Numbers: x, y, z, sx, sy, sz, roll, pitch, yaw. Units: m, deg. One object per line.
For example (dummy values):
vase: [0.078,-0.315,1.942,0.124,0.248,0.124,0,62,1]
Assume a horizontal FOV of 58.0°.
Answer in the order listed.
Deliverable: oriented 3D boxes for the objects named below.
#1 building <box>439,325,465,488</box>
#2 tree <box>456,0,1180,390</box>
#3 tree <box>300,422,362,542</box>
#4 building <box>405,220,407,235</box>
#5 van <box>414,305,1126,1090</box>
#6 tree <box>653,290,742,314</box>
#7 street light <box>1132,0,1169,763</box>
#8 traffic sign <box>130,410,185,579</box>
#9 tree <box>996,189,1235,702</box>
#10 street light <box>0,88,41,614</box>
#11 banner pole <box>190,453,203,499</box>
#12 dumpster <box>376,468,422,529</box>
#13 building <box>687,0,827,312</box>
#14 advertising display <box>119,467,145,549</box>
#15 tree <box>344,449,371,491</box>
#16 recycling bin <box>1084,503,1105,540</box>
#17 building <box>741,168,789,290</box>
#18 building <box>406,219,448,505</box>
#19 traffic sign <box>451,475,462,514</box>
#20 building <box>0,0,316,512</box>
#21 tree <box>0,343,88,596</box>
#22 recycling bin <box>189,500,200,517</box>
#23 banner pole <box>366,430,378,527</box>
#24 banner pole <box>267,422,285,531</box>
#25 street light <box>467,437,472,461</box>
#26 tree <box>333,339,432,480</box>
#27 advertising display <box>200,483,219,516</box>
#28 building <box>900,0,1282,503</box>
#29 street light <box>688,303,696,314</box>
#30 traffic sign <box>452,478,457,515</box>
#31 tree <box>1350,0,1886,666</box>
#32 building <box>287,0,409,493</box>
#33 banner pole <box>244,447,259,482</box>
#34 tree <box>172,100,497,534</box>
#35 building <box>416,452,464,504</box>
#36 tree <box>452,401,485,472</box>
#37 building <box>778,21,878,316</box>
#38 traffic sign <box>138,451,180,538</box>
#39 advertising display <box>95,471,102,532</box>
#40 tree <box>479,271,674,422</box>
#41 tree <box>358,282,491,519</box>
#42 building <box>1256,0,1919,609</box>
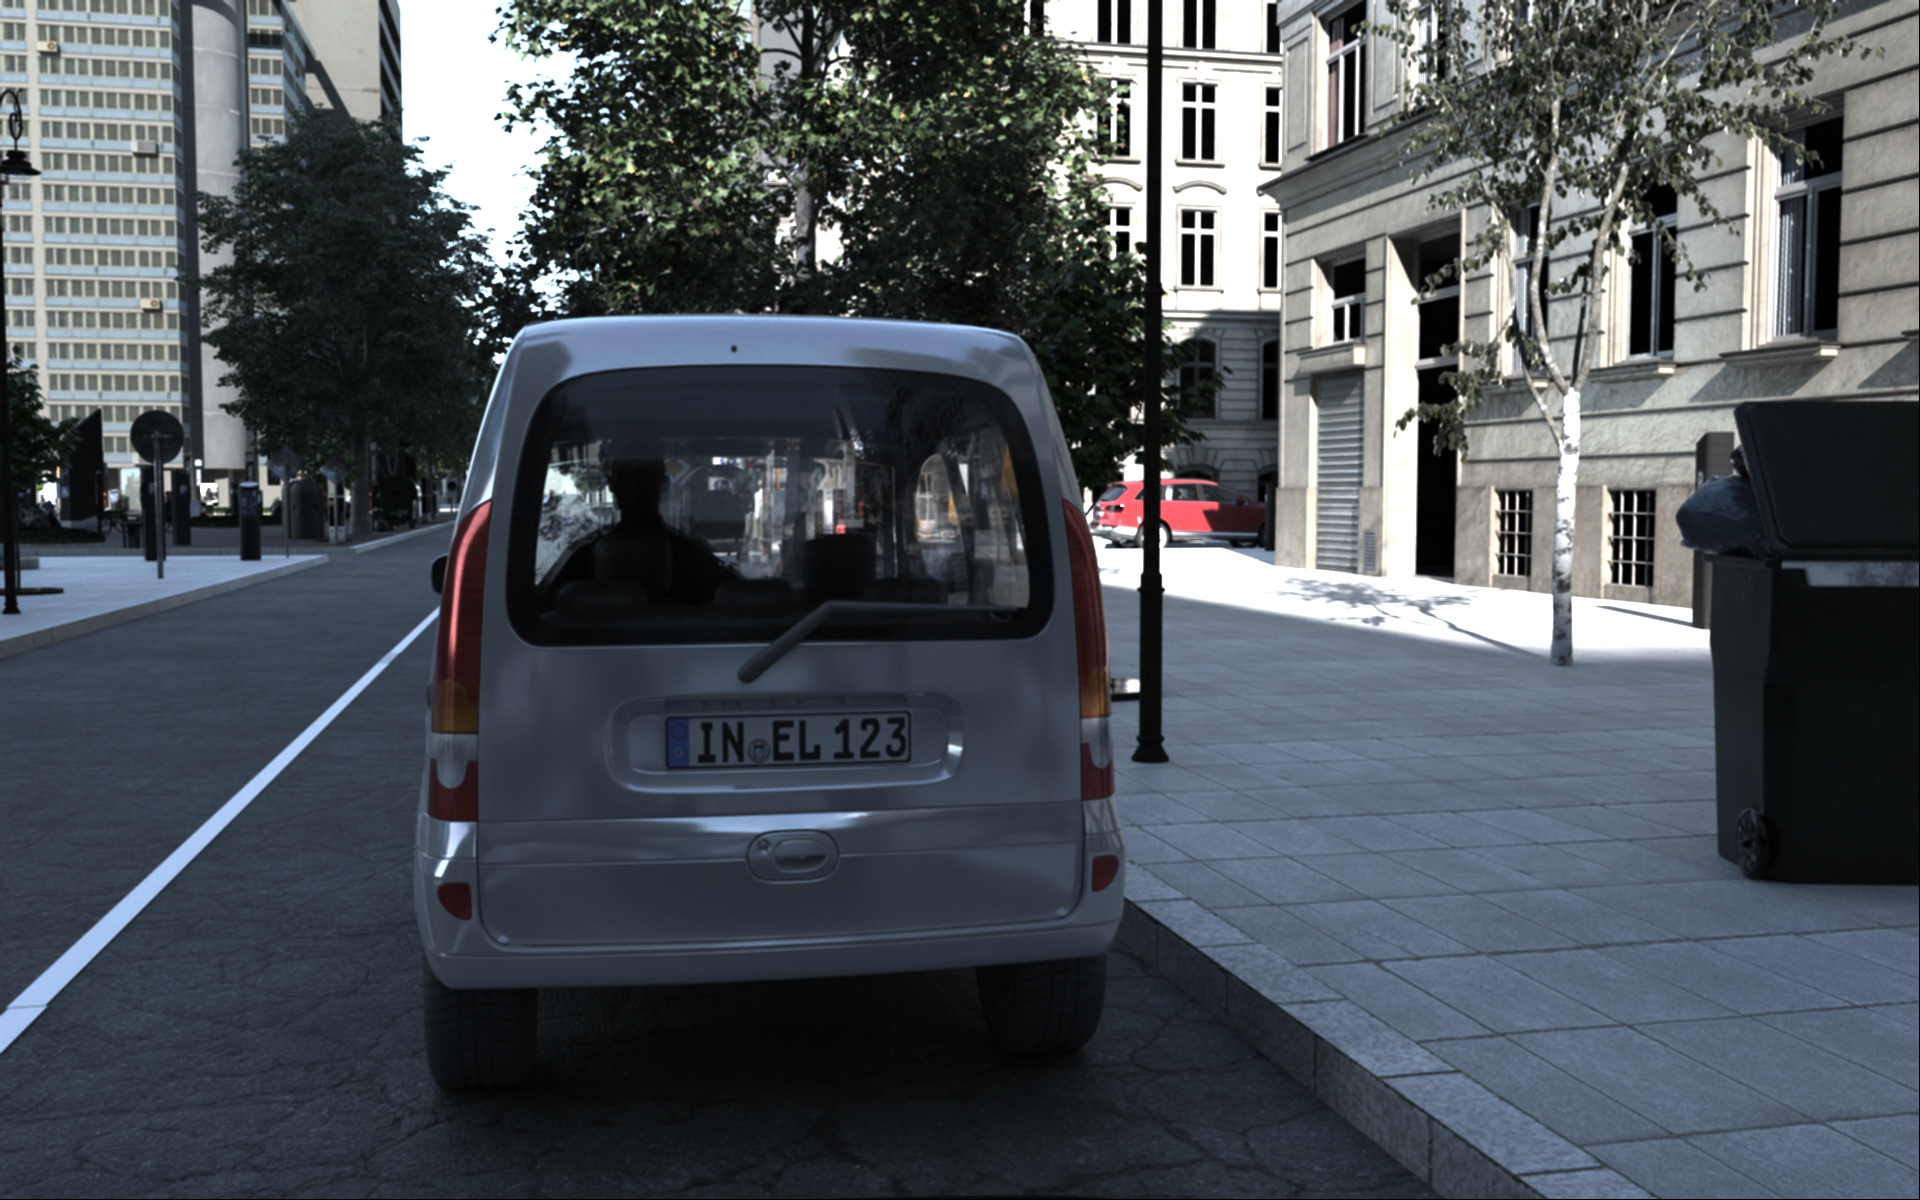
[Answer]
building: [-81.963,-29.887,260.348,14.160,30.474,14.107,-1,4,-13]
tree: [-1.976,-6.446,22.397,9.611,12.733,9.660,0,3,0]
tree: [-16.881,-3.192,46.795,1.663,3.219,1.824,0,3,0]
building: [-60.011,-23.983,163.823,14.160,30.474,14.107,-1,4,-13]
van: [-0.743,0.083,5.651,2.013,2.044,4.112,-1,4,-11]
tree: [-8.474,-7.322,54.132,7.601,10.594,8.767,-3,5,-42]
street light: [0.916,-2.164,8.164,0.468,5.910,1.993,-1,4,-13]
traffic sign: [-12.154,-1.599,26.256,0.768,2.556,0.104,-1,4,-12]
tree: [0.916,-1.008,11.078,1.663,3.219,1.824,0,3,0]
street light: [-10.172,-2.789,18.393,0.468,5.910,1.993,-1,4,-13]
banner pole: [-46.162,-7.012,104.660,0.863,3.779,0.401,-3,4,-36]
dumpster: [-21.034,-3.818,64.921,1.502,2.255,1.985,-1,4,-13]
building: [-16.832,-28.514,149.790,14.154,41.232,14.086,-1,4,-13]
advertising display: [-19.556,-2.186,40.957,0.974,1.923,0.123,2,4,35]
tree: [-38.742,-7.796,111.175,4.285,4.588,4.351,0,3,0]
recycling bin: [3.609,-2.208,48.660,0.722,1.027,0.722,-2,4,-31]
building: [-7.010,-16.331,108.813,13.314,21.916,24.055,-1,4,-13]
building: [-79.853,-31.728,210.641,32.217,40.220,23.993,-1,4,-13]
traffic sign: [-33.207,-6.973,114.115,0.768,2.556,0.104,-1,4,-11]
building: [-59.665,-26.305,121.966,32.217,40.220,23.993,-1,4,-13]
tree: [-12.008,-1.690,22.231,1.663,3.219,1.824,0,3,0]
recycling bin: [-33.891,-3.888,76.126,0.722,1.027,0.722,-3,5,-41]
banner pole: [-22.859,-4.725,67.275,0.401,3.779,0.863,1,4,15]
banner pole: [-23.546,-4.269,59.820,0.401,3.779,0.863,3,5,40]
street light: [-33.158,-8.844,117.387,0.468,5.910,1.993,-1,4,-13]
tree: [-23.247,-7.347,70.491,4.360,8.622,3.978,0,3,0]
advertising display: [-43.739,-5.855,100.950,0.974,1.923,0.123,-1,4,-12]
building: [15.429,-15.026,64.752,34.723,24.649,14.460,-1,4,-13]
street light: [-5.607,-3.879,36.210,0.468,5.910,1.993,-1,4,-13]
traffic sign: [-31.496,-6.437,107.370,0.606,2.300,0.079,-1,4,-13]
tree: [4.663,-3.826,12.923,4.360,8.622,3.978,0,3,0]
building: [-58.592,-31.903,145.310,21.300,48.544,21.600,-1,4,-13]
banner pole: [-37.305,-6.206,91.477,0.863,3.779,0.401,-3,4,-36]
tree: [-19.368,-9.082,55.138,9.857,13.997,8.962,0,3,0]
building: [-83.256,-24.005,237.518,27.650,21.520,28.899,-1,4,-13]
tree: [-34.254,-10.507,122.149,4.737,8.622,4.395,0,3,0]
building: [-1.166,-17.562,84.396,12.463,27.353,25.104,-1,4,-13]
traffic sign: [-13.738,-1.810,29.693,0.768,2.556,0.104,0,4,-6]
advertising display: [-24.593,-2.707,49.469,0.123,1.923,0.974,-2,4,-28]
tree: [-15.462,-10.318,79.071,12.009,13.543,11.850,0,3,0]
tree: [-27.616,-10.486,89.567,7.486,12.596,7.792,0,3,0]
building: [15.829,-11.276,17.644,16.112,22.955,30.059,-1,4,-13]
